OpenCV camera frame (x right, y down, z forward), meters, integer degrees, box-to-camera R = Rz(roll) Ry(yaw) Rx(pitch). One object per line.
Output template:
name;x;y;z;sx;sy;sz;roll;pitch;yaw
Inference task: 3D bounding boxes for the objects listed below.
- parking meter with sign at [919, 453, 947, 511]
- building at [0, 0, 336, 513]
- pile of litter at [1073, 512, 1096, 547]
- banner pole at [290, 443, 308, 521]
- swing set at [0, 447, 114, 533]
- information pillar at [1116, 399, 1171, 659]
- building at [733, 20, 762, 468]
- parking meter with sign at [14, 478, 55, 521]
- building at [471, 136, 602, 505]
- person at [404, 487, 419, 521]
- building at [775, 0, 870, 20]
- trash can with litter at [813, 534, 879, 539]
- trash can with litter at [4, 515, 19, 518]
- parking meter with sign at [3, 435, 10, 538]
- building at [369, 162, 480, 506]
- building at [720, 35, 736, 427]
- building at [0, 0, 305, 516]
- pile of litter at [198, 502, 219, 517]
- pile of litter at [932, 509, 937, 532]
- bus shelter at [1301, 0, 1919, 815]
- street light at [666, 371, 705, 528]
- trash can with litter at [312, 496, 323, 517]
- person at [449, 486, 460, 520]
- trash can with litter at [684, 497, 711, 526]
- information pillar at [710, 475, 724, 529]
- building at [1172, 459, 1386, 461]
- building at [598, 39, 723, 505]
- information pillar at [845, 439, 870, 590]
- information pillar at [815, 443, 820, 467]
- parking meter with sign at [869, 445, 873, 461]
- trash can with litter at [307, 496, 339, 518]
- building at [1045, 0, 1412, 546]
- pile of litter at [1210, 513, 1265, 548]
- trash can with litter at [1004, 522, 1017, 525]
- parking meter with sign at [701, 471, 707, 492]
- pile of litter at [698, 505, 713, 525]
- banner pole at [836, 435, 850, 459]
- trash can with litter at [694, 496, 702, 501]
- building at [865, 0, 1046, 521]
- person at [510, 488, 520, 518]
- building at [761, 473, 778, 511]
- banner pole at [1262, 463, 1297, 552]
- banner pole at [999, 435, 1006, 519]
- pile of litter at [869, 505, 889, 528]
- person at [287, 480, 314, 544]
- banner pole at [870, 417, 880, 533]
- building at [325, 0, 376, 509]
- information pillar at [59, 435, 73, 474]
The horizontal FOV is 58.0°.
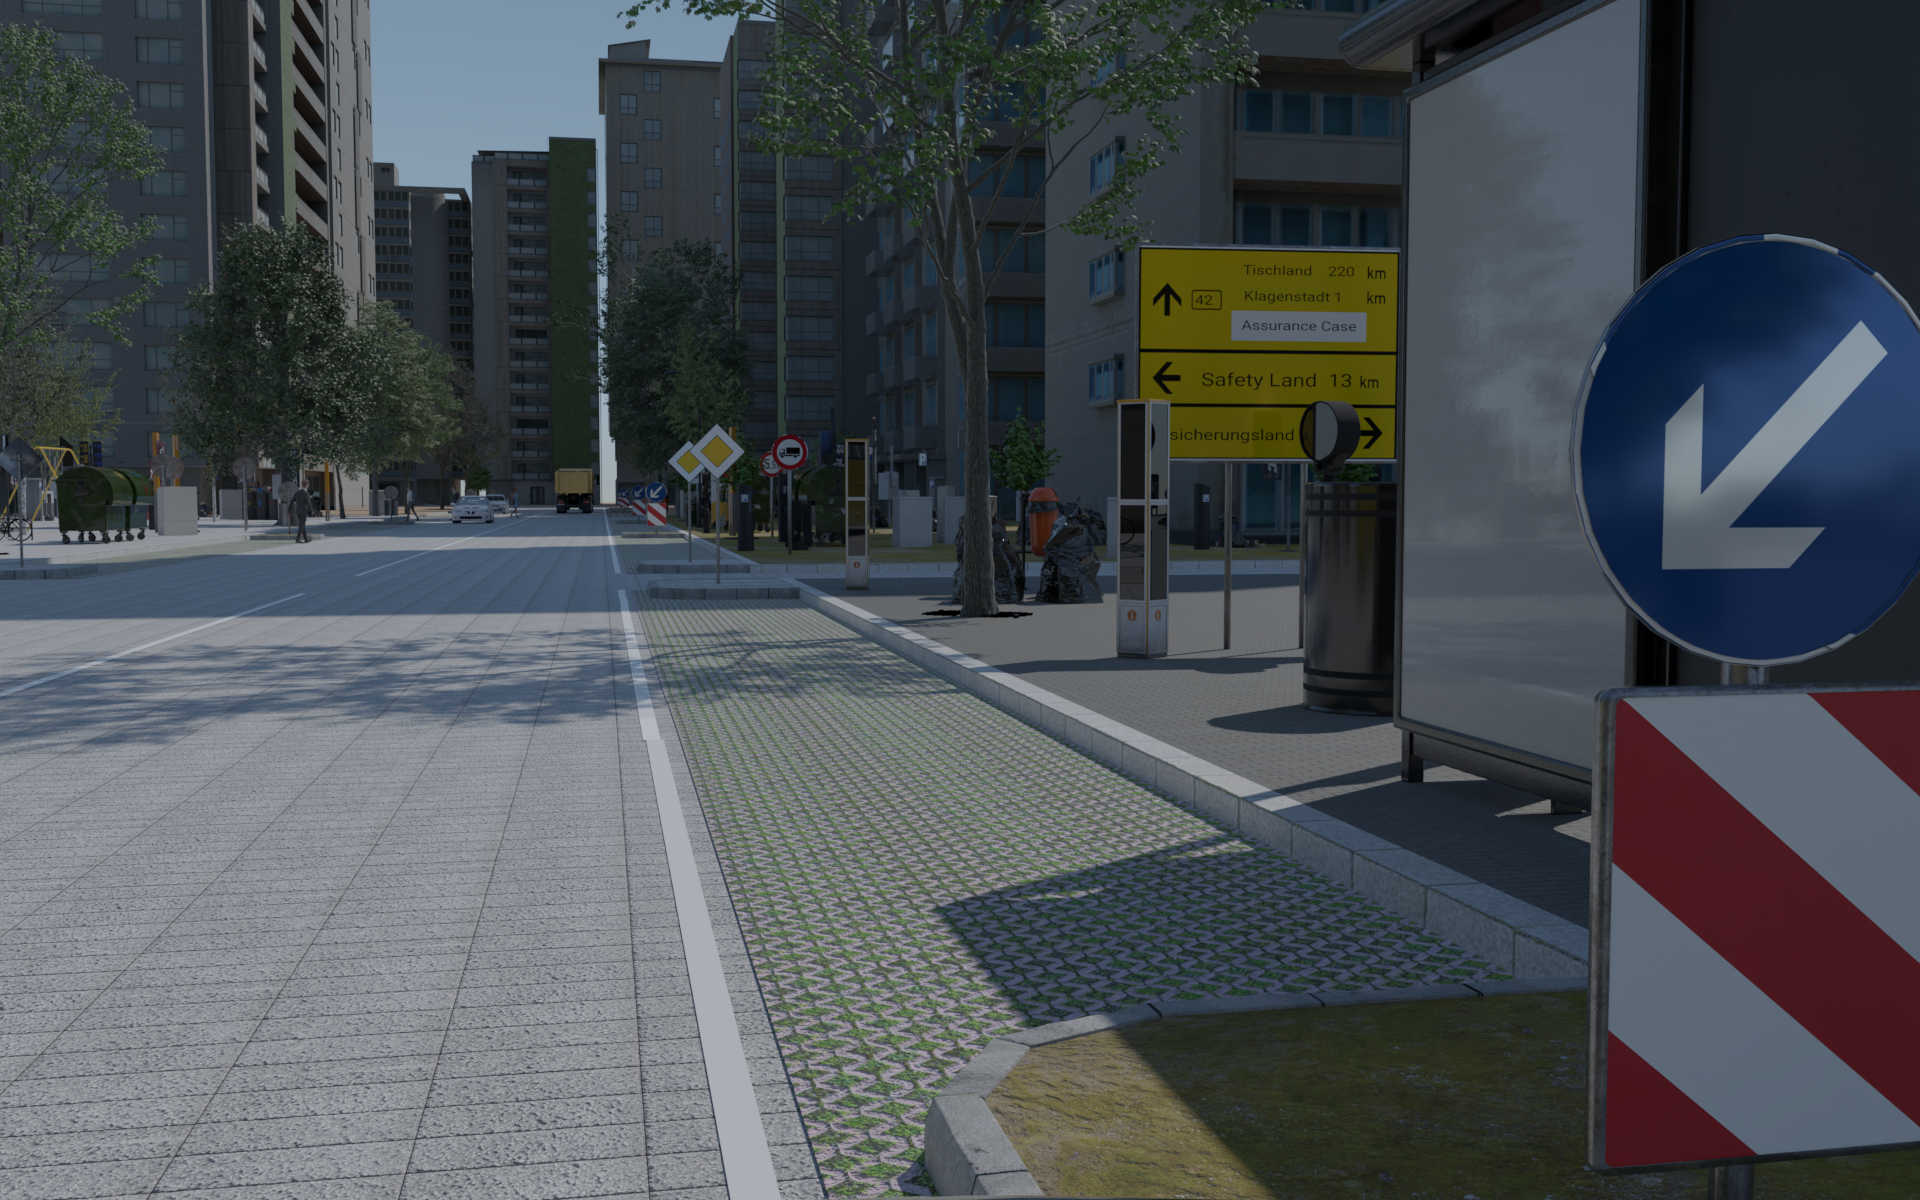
parking meter with sign;-0.933;-4.759;74.078;1.738;3.016;0.543;-3;5;-42
building;-57.654;-30.543;123.085;21.300;48.544;21.600;-1;4;-12
pile of litter;2.613;-1.635;40.697;1.176;0.858;1.719;2;4;32
banner pole;-31.969;-5.729;83.680;0.863;3.779;0.401;-3;4;-38
swing set;-30.526;-3.711;58.300;2.862;2.851;3.119;-1;4;-9
information pillar;1.436;-0.555;13.570;0.304;2.012;0.304;3;5;41
building;-13.166;-28.812;154.669;14.154;41.232;14.086;-1;4;-12
parking meter with sign;-44.107;-5.269;82.416;1.738;3.016;0.543;-1;4;-9
building;-48.889;-31.624;200.642;14.086;41.232;14.154;-1;4;-12
person;-28.910;-5.058;91.297;0.850;1.850;0.679;1;4;16
building;-5.570;-26.524;117.268;14.154;41.232;14.086;-1;4;-12
trash can with litter;-3.498;-2.379;49.957;2.233;1.210;1.678;0;4;3
trash can with litter;-51.019;-5.105;94.525;2.233;1.210;1.678;-2;4;-34
parking meter with sign;-28.753;-3.321;50.559;1.738;3.016;0.543;-3;4;-36
building;-69.465;-31.400;205.270;23.993;40.220;32.217;-1;4;-12
building;-15.750;-31.701;168.425;14.600;45.320;14.200;-1;4;-12
building;-49.409;-25.886;106.825;14.154;41.232;14.086;-1;4;-12
pile of litter;-41.786;-5.041;96.386;1.176;0.858;1.719;0;4;5
pile of litter;-0.777;-2.747;58.883;1.176;0.858;1.719;-1;4;-13
bus shelter;3.046;-1.756;6.335;2.179;5.291;8.768;-1;4;-12
street light;-10.401;-5.686;65.514;1.470;5.913;1.316;-1;4;-12
trash can with litter;-35.772;-5.189;96.225;0.624;1.170;1.055;0;4;-6
person;-26.997;-5.155;92.566;0.755;1.850;0.659;-2;4;-32
trash can with litter;-10.438;-3.519;68.919;1.055;1.170;0.624;1;4;12
information pillar;-8.957;-4.435;63.873;0.504;3.616;0.183;1;4;9
building;26.966;-19.983;171.768;28.899;21.520;27.650;-1;4;-12
building;-29.786;-38.055;211.444;27.495;52.752;28.713;-1;4;-12
information pillar;-1.374;-1.147;23.242;0.304;2.012;0.304;0;4;1
information pillar;-6.026;-5.081;74.434;0.504;3.616;0.183;3;5;43
parking meter with sign;-3.719;-4.066;62.743;0.543;3.016;1.738;-2;4;-29
trash can with litter;-34.728;-5.036;93.403;2.233;1.210;1.678;-1;4;-10
building;13.969;-26.305;53.787;21.600;48.544;21.300;-1;4;-12
pile of litter;6.690;-1.708;41.889;1.176;0.858;1.719;-1;4;-12
trash can with litter;1.238;-3.705;71.634;2.233;1.210;1.678;1;4;9
parking meter with sign;-15.282;-6.554;103.415;0.543;3.016;1.738;-1;4;-9
pile of litter;-10.370;-3.486;70.966;1.176;0.858;1.719;3;5;39
banner pole;-4.962;-5.111;73.576;0.863;3.779;0.401;0;4;0
trash can with litter;-12.400;-4.523;85.014;2.233;1.210;1.678;0;4;-5
building;6.957;-29.108;95.532;23.786;49.044;30.456;-1;4;-12
person;-26.697;-5.816;103.693;0.778;1.811;0.616;2;4;31
building;0.340;-27.291;138.083;32.217;40.220;23.993;-1;4;-12
banner pole;7.146;-2.982;38.768;0.863;3.779;0.401;2;4;30
banner pole;1.943;-5.136;73.986;0.863;3.779;0.401;-1;4;-8
pile of litter;-3.433;-3.196;66.215;1.719;0.858;1.176;-2;4;-27
person;-19.032;-2.567;50.250;0.659;1.850;0.755;2;4;27
banner pole;-2.765;-4.052;56.260;0.401;3.779;0.863;-1;4;-12
building;-66.268;-34.351;150.873;27.495;52.752;28.713;-1;4;-12
information pillar;-35.216;-4.706;68.297;0.504;3.616;0.183;0;4;-3
